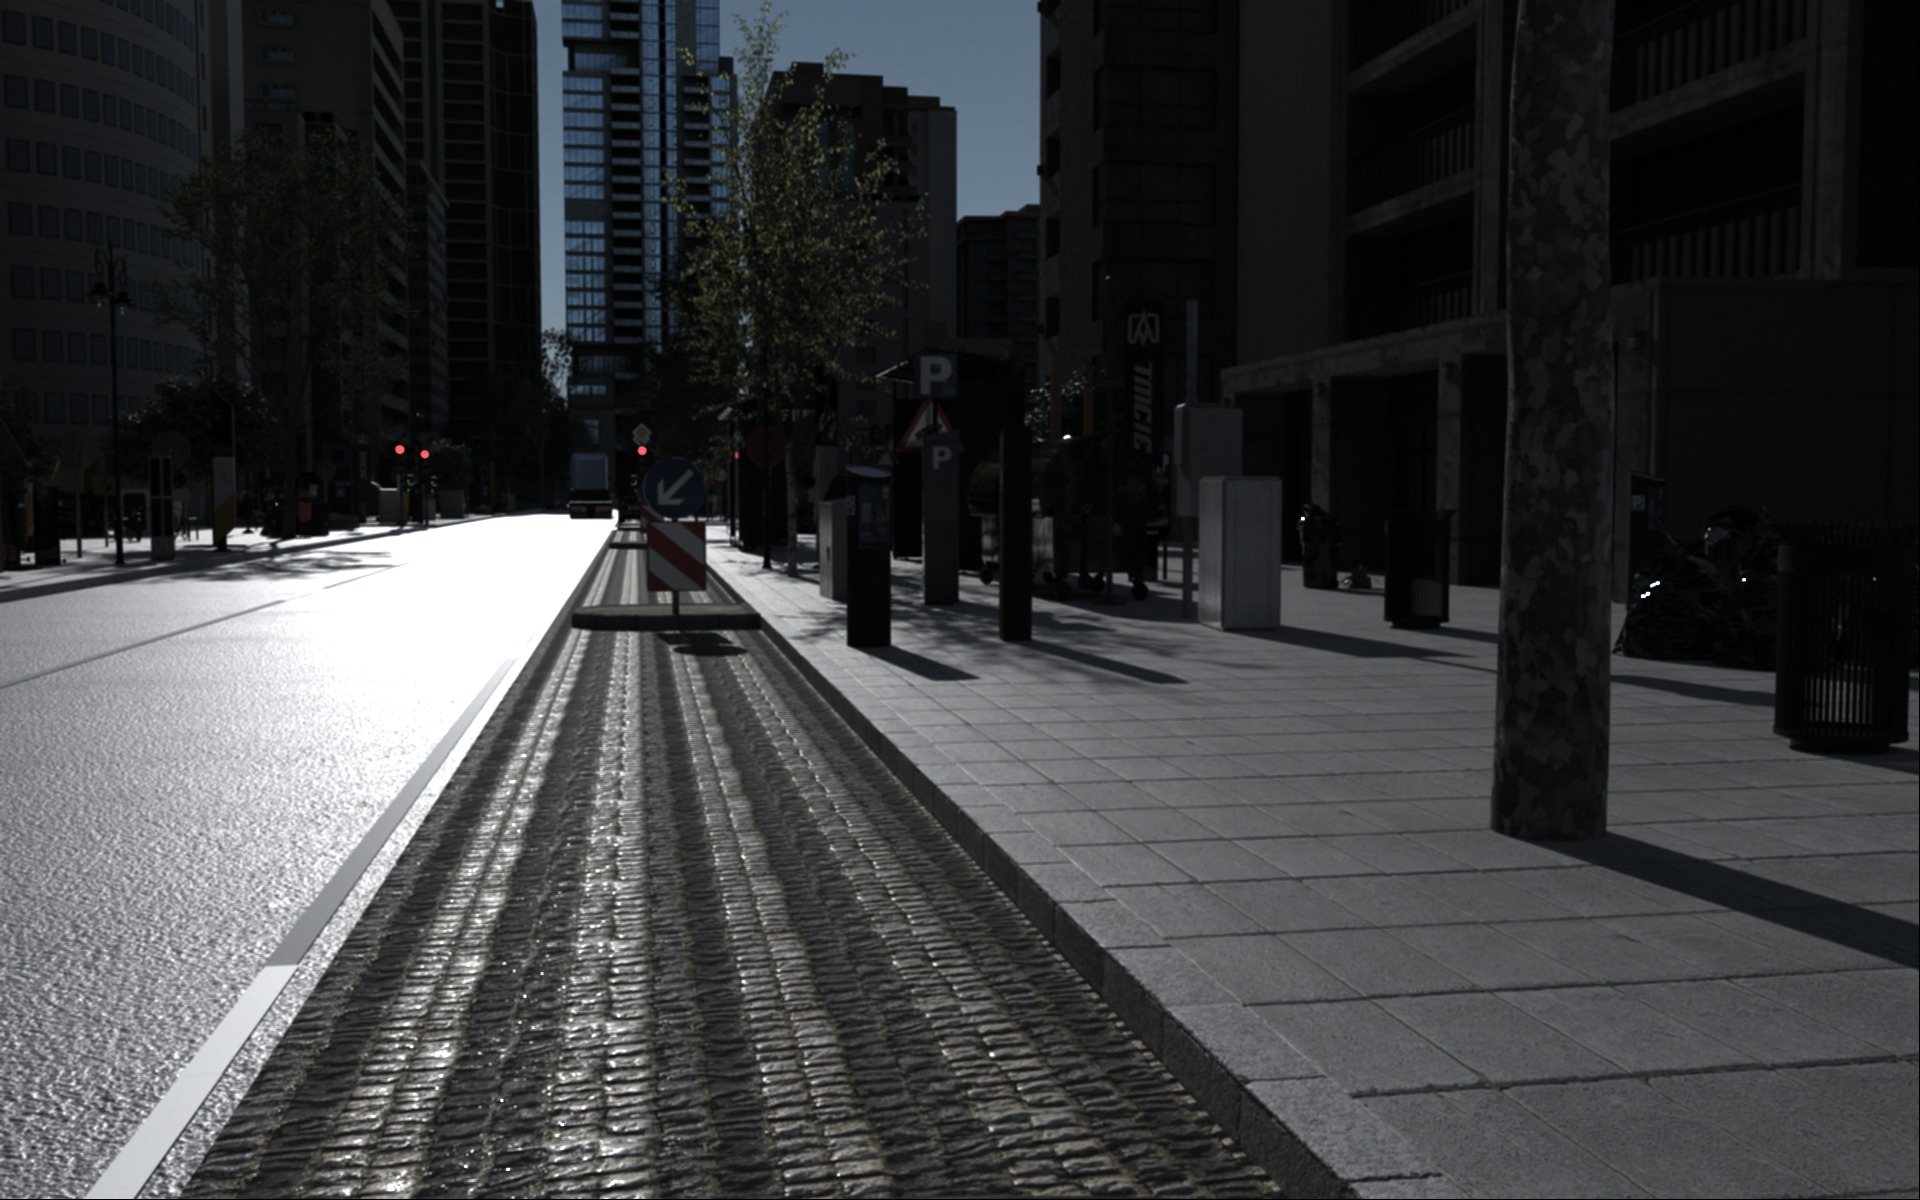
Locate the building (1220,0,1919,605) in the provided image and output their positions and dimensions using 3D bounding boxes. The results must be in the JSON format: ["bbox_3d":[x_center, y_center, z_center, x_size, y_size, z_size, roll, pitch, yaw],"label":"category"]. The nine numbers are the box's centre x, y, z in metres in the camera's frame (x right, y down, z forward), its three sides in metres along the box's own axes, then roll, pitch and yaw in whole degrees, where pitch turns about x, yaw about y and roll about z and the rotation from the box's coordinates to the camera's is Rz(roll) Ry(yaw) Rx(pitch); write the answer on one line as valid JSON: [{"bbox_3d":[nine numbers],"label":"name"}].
[{"bbox_3d":[17.034,-35.812,23.776,20.563,71.187,20.611,-1,4,-11],"label":"building"}]

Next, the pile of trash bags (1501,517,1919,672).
[{"bbox_3d":[5.748,-0.213,13.228,3.447,1.369,1.912,-1,4,-13],"label":"pile of trash bags"}]

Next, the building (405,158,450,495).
[{"bbox_3d":[-69.603,-30.581,191.885,23.993,40.220,32.217,-1,4,-11],"label":"building"}]

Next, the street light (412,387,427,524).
[{"bbox_3d":[-23.419,-6.264,75.211,0.468,5.910,1.993,-1,4,-11],"label":"street light"}]

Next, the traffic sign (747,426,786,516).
[{"bbox_3d":[-3.604,-1.979,32.466,0.768,2.556,0.104,0,4,-1],"label":"traffic sign"}]

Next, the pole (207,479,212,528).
[{"bbox_3d":[-28.076,-4.339,64.780,0.158,3.312,0.155,0,3,0],"label":"pole"}]

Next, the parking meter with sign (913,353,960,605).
[{"bbox_3d":[-0.260,-1.498,20.753,0.543,3.016,1.738,0,4,-3],"label":"parking meter with sign"}]

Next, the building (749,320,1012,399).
[{"bbox_3d":[-10.442,-22.009,204.894,27.650,21.520,28.899,-1,4,-11],"label":"building"}]

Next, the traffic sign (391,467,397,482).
[{"bbox_3d":[-25.060,-4.729,77.432,0.768,2.556,0.104,0,4,-5],"label":"traffic sign"}]

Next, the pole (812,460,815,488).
[{"bbox_3d":[-8.695,-6.677,103.012,0.158,3.312,0.155,0,3,0],"label":"pole"}]

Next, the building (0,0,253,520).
[{"bbox_3d":[-52.571,-33.673,92.553,21.231,58.520,28.212,-1,4,-11],"label":"building"}]

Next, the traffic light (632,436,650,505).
[{"bbox_3d":[-13.980,-5.324,75.966,0.839,4.253,0.868,-1,4,-11],"label":"traffic light"}]

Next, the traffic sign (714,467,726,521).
[{"bbox_3d":[-11.212,-4.958,81.176,0.768,2.556,0.104,0,4,-4],"label":"traffic sign"}]

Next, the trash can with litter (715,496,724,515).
[{"bbox_3d":[-14.414,-5.708,104.718,0.624,1.170,1.055,1,4,15],"label":"trash can with litter"}]

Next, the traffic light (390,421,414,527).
[{"bbox_3d":[-21.412,-4.741,66.439,0.839,4.253,0.868,-1,4,-11],"label":"traffic light"}]

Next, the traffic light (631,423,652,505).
[{"bbox_3d":[-12.509,-4.844,68.118,0.839,4.253,0.868,-1,4,-11],"label":"traffic light"}]

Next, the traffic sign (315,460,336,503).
[{"bbox_3d":[-23.495,-3.917,64.144,0.768,2.556,0.104,0,4,-2],"label":"traffic sign"}]

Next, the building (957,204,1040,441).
[{"bbox_3d":[12.055,-37.308,264.613,28.867,44.769,22.147,-1,4,-11],"label":"building"}]

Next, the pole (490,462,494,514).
[{"bbox_3d":[-29.382,-7.026,108.724,0.158,3.312,0.155,0,3,0],"label":"pole"}]

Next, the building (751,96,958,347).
[{"bbox_3d":[-16.170,-43.770,257.644,28.212,58.520,21.231,-1,4,-11],"label":"building"}]

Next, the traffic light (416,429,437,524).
[{"bbox_3d":[-22.884,-5.221,74.288,0.839,4.253,0.868,-1,4,-11],"label":"traffic light"}]

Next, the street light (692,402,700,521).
[{"bbox_3d":[-10.390,-5.829,68.093,0.468,5.910,1.993,-1,4,-11],"label":"street light"}]

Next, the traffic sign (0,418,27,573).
[{"bbox_3d":[-15.674,-1.727,28.248,0.884,2.594,0.081,0,4,-1],"label":"traffic sign"}]

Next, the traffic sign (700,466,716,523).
[{"bbox_3d":[-11.361,-4.762,77.964,0.768,2.556,0.104,0,4,-4],"label":"traffic sign"}]

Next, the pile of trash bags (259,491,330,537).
[{"bbox_3d":[-20.411,-2.670,53.413,1.912,1.369,3.447,-2,4,-29],"label":"pile of trash bags"}]

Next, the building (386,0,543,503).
[{"bbox_3d":[-70.874,-49.461,246.939,20.611,71.187,20.563,-1,4,-11],"label":"building"}]

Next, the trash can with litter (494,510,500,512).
[{"bbox_3d":[-32.888,-6.756,121.514,2.233,1.210,1.678,-3,5,-43],"label":"trash can with litter"}]

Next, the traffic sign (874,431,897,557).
[{"bbox_3d":[-1.355,-2.165,35.397,0.884,2.594,0.081,-1,4,-10],"label":"traffic sign"}]

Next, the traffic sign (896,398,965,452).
[{"bbox_3d":[-0.378,-1.345,21.992,0.884,2.594,0.081,-1,4,-8],"label":"traffic sign"}]

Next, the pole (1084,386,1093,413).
[{"bbox_3d":[2.422,-2.381,32.771,0.158,3.312,0.155,0,3,0],"label":"pole"}]

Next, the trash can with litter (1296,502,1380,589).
[{"bbox_3d":[5.166,-0.753,23.691,1.055,1.170,0.624,0,4,1],"label":"trash can with litter"}]

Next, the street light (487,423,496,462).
[{"bbox_3d":[-30.623,-8.598,113.372,0.468,5.910,1.993,-1,4,-11],"label":"street light"}]

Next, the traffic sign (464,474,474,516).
[{"bbox_3d":[-28.564,-6.132,100.357,0.768,2.556,0.104,0,4,-4],"label":"traffic sign"}]

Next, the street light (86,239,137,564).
[{"bbox_3d":[-15.418,-3.598,31.610,0.468,5.910,1.993,-1,4,-11],"label":"street light"}]

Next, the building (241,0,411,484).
[{"bbox_3d":[-61.557,-32.425,153.854,21.300,48.544,21.600,-1,4,-11],"label":"building"}]

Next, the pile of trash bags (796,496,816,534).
[{"bbox_3d":[-5.655,-2.835,56.109,1.912,1.369,3.447,0,4,6],"label":"pile of trash bags"}]

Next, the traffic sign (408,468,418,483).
[{"bbox_3d":[-26.510,-5.135,84.057,0.768,2.556,0.104,0,4,-2],"label":"traffic sign"}]

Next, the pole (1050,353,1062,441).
[{"bbox_3d":[1.394,-1.920,25.230,0.158,3.312,0.155,0,3,0],"label":"pole"}]

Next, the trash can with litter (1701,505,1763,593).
[{"bbox_3d":[7.644,-0.372,17.477,0.624,1.170,1.055,0,4,2],"label":"trash can with litter"}]

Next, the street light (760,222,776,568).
[{"bbox_3d":[-3.335,-3.484,29.752,0.468,5.910,1.993,-1,4,-11],"label":"street light"}]

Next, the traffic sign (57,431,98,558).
[{"bbox_3d":[-17.700,-2.119,34.747,0.768,2.556,0.104,-1,4,-9],"label":"traffic sign"}]

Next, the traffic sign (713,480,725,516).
[{"bbox_3d":[-14.226,-6.257,102.406,0.768,2.556,0.104,0,4,-2],"label":"traffic sign"}]

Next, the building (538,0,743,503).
[{"bbox_3d":[-45.391,-57.451,251.990,31.000,86.520,22.319,-1,4,-11],"label":"building"}]

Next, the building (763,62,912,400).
[{"bbox_3d":[-13.095,-32.519,181.790,14.600,45.320,14.200,-1,4,-11],"label":"building"}]

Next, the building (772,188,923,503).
[{"bbox_3d":[-11.432,-24.244,168.097,14.160,30.474,14.107,-1,4,-11],"label":"building"}]

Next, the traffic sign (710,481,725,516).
[{"bbox_3d":[-14.448,-6.311,103.184,0.884,2.594,0.081,-1,4,-9],"label":"traffic sign"}]

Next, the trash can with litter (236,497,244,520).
[{"bbox_3d":[-36.315,-4.553,85.495,1.678,1.210,2.233,2,4,30],"label":"trash can with litter"}]

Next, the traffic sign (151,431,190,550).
[{"bbox_3d":[-15.925,-2.132,34.967,0.768,2.556,0.104,0,4,-3],"label":"traffic sign"}]

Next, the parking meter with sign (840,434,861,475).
[{"bbox_3d":[-3.201,-3.254,49.461,0.543,3.016,1.738,0,4,3],"label":"parking meter with sign"}]

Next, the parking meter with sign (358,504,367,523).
[{"bbox_3d":[-26.736,-4.866,75.821,0.543,3.016,1.738,1,4,20],"label":"parking meter with sign"}]

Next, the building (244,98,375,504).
[{"bbox_3d":[-52.603,-21.933,130.301,14.160,30.474,14.107,-1,4,-11],"label":"building"}]

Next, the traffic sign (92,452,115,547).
[{"bbox_3d":[-20.615,-2.426,41.788,0.606,2.300,0.079,0,4,-8],"label":"traffic sign"}]

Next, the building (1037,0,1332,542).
[{"bbox_3d":[9.418,-17.227,53.366,14.160,30.474,14.107,-1,4,-11],"label":"building"}]
